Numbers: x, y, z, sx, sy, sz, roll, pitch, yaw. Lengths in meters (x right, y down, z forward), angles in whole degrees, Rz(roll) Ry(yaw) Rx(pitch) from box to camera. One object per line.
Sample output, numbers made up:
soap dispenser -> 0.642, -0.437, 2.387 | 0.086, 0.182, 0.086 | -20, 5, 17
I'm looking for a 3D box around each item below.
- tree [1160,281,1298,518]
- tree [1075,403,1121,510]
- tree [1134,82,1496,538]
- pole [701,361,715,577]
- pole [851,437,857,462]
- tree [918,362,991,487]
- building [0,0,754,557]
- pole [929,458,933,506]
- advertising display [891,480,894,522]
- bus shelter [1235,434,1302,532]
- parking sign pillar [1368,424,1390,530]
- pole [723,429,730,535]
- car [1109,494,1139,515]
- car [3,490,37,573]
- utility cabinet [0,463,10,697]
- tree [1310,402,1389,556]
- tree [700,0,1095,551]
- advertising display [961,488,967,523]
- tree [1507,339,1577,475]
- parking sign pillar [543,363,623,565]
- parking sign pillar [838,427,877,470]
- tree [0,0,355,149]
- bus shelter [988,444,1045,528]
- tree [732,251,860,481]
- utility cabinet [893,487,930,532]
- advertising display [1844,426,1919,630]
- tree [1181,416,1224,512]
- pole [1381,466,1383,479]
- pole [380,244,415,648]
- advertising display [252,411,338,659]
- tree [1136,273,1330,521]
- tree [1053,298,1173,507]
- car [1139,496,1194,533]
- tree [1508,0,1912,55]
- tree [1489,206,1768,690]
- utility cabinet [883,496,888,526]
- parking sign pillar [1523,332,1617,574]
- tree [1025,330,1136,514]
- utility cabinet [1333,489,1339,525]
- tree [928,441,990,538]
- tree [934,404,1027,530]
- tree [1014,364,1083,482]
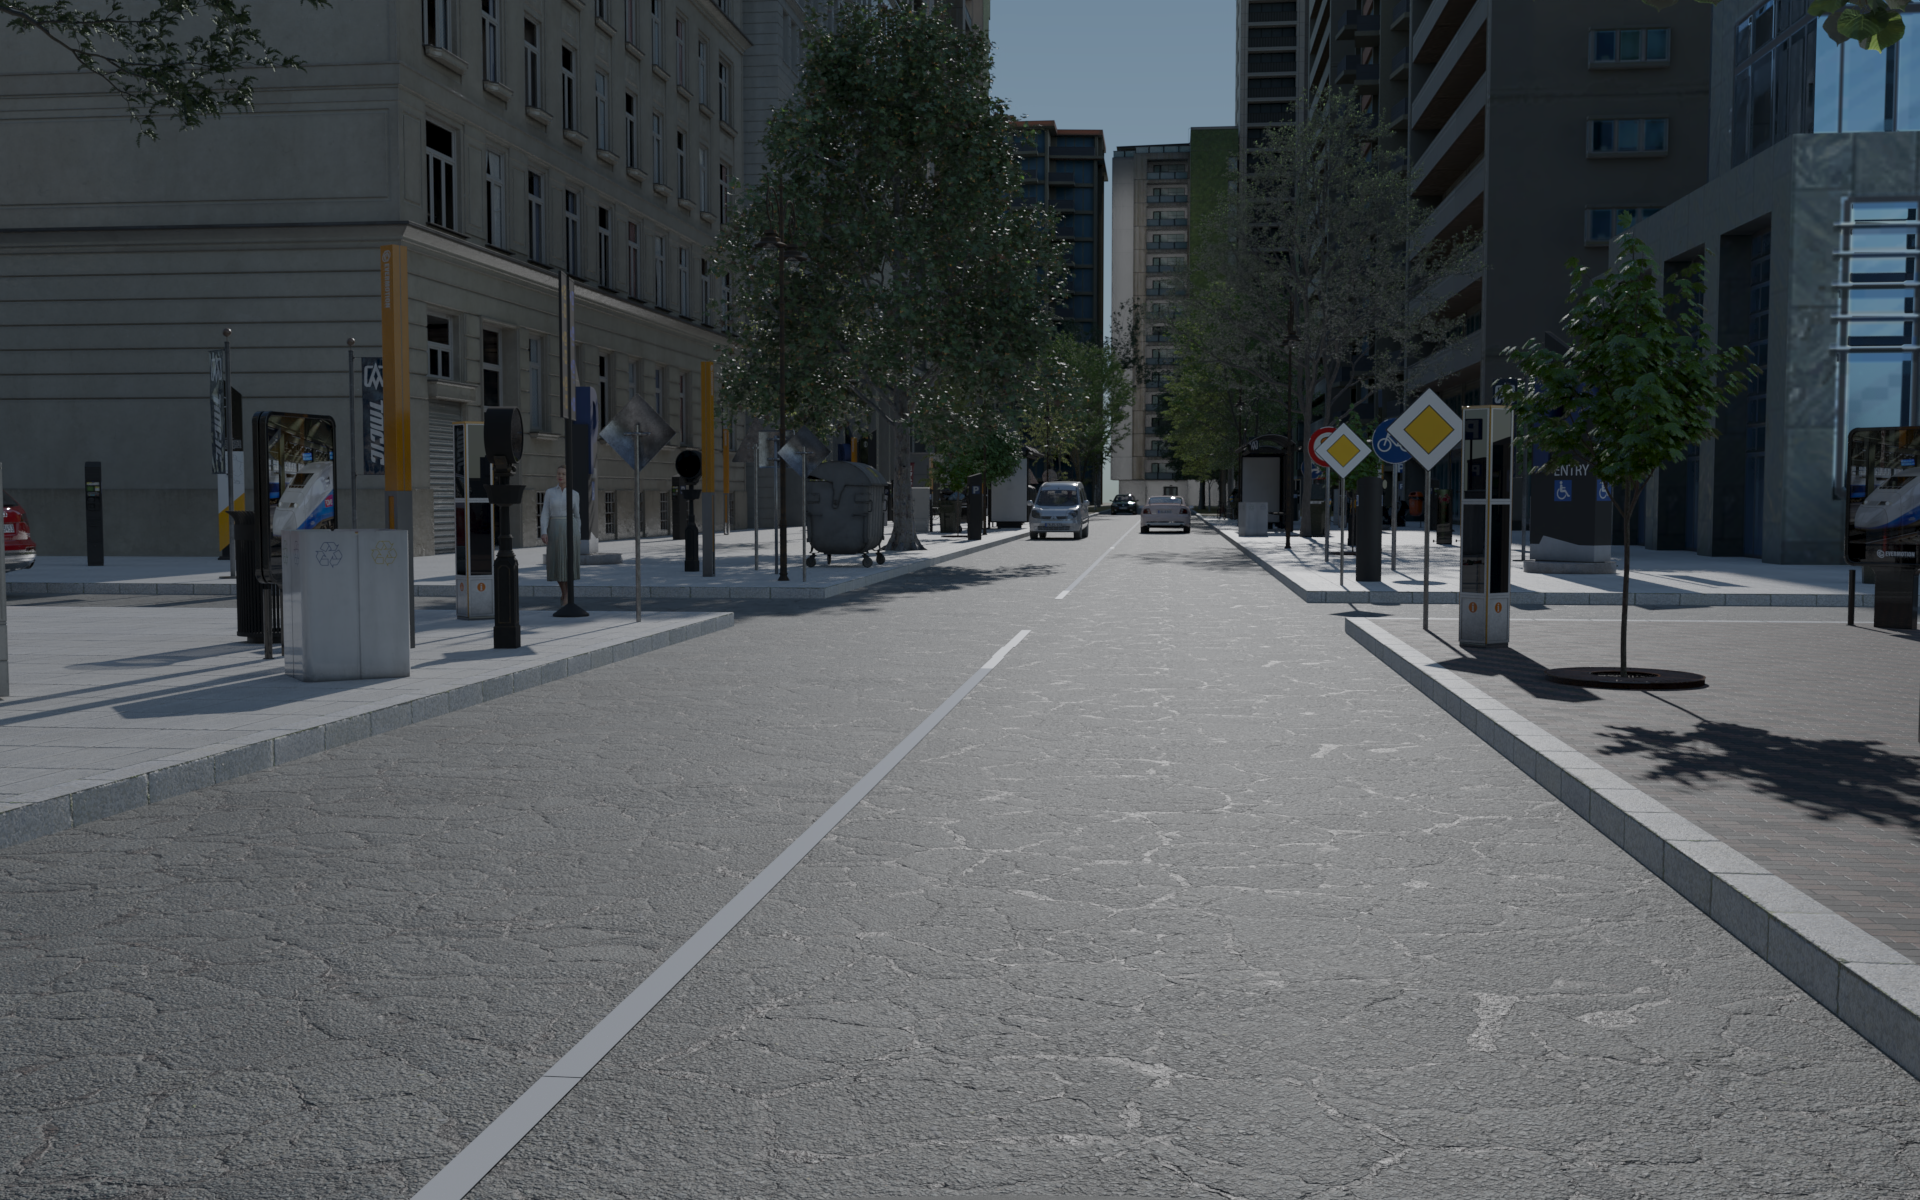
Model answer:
tree -> 14.404, -10.636, 92.026 | 7.486, 12.596, 7.792 | 0, 3, 0
tree -> 10.767, -11.459, 137.717 | 4.737, 8.622, 4.395 | 0, 3, 0
tree -> 10.453, -8.617, 51.261 | 12.009, 13.543, 11.850 | 0, 3, 0
pole -> -3.893, -2.014, 26.767 | 0.158, 3.312, 0.155 | 0, 3, 0
pole -> -3.812, -4.196, 62.446 | 0.158, 3.312, 0.155 | 0, 3, 0
tree -> -0.407, -7.960, 80.501 | 4.737, 8.622, 4.395 | 0, 3, 0
building -> -16.651, -13.204, 49.163 | 16.112, 22.955, 30.059 | 0, 4, 7
pole -> -1.626, -6.334, 97.397 | 0.158, 3.312, 0.155 | 0, 3, 0
advertising display -> -2.913, -4.499, 78.766 | 0.123, 1.923, 0.974 | 1, 4, 18
bus shelter -> 10.760, -4.090, 60.788 | 2.014, 3.302, 5.546 | 0, 4, 7
parking sign pillar -> 14.640, -4.485, 61.803 | 1.447, 3.967, 1.447 | 1, 4, 17
pole -> -7.330, -3.699, 54.330 | 0.158, 3.312, 0.155 | 0, 3, 0
car -> 11.289, -6.676, 118.938 | 2.009, 1.686, 4.222 | 0, 4, 8
car -> -15.467, -0.913, 23.605 | 5.304, 1.827, 2.281 | 0, 4, 5
utility cabinet -> -6.477, -0.112, 10.511 | 1.173, 1.500, 0.318 | -3, 4, -37
tree -> 8.186, -2.569, 36.597 | 1.663, 3.219, 1.824 | 0, 3, 0
tree -> -1.407, -7.478, 39.273 | 9.611, 12.733, 9.660 | 0, 3, 0
advertising display -> 0.200, -4.430, 77.645 | 0.974, 1.923, 0.123 | 0, 4, -5
tree -> 12.802, -3.234, 36.582 | 4.285, 4.588, 4.351 | 0, 3, 0
parking sign pillar -> -6.945, -2.649, 31.785 | 1.447, 3.967, 1.447 | 0, 4, -5
parking sign pillar -> -4.129, -5.103, 71.899 | 1.447, 3.967, 1.447 | -1, 4, -11
tree -> -6.047, -4.461, 7.345 | 7.601, 10.594, 8.767 | -1, 4, -23
bus shelter -> 2.103, -4.520, 67.833 | 2.014, 3.302, 5.546 | 0, 4, 7
tree -> -4.393, -6.135, 50.674 | 4.360, 8.622, 3.978 | 0, 3, 0
utility cabinet -> -1.599, -2.965, 57.162 | 1.173, 1.500, 0.318 | 0, 4, 6
advertising display -> 8.942, -0.690, 16.502 | 0.123, 1.923, 0.974 | -2, 4, -35
tree -> 18.063, -10.740, 125.962 | 4.360, 8.622, 3.978 | 0, 3, 0
pole -> 23.491, -6.283, 96.563 | 0.158, 3.312, 0.155 | 0, 3, 0
pole -> -4.647, -1.252, 14.311 | 0.158, 3.312, 0.155 | 0, 3, 0
advertising display -> -5.290, -0.527, 13.835 | 0.123, 1.923, 0.974 | 1, 4, 12
tree -> 13.686, -9.555, 81.980 | 9.928, 11.665, 9.643 | 0, 3, 0
tree -> 14.722, -18.952, 165.751 | 12.611, 20.169, 13.585 | 0, 3, 0
car -> 7.771, -3.238, 65.298 | 2.083, 1.381, 4.827 | 0, 4, 8
tree -> 3.825, -5.863, 2.512 | 9.857, 13.997, 8.962 | 0, 3, 0
tree -> 4.429, -1.054, 11.838 | 1.663, 3.219, 1.824 | 0, 3, 0
utility cabinet -> -3.345, -3.575, 69.605 | 0.306, 1.237, 1.020 | -3, 5, -42
parking sign pillar -> 9.976, -2.432, 28.241 | 1.447, 3.967, 1.447 | -2, 4, -31
tree -> 7.465, -11.319, 110.826 | 9.928, 11.665, 9.643 | 0, 3, 0
utility cabinet -> 15.603, -3.829, 71.291 | 0.318, 1.500, 1.173 | 1, 4, 21
tree -> -0.186, -3.478, 51.462 | 1.663, 3.219, 1.824 | 0, 3, 0
tree -> 0.765, -4.867, 63.292 | 4.285, 4.588, 4.351 | 0, 3, 0
tree -> 5.137, -8.909, 96.026 | 4.360, 8.622, 3.978 | 0, 3, 0
